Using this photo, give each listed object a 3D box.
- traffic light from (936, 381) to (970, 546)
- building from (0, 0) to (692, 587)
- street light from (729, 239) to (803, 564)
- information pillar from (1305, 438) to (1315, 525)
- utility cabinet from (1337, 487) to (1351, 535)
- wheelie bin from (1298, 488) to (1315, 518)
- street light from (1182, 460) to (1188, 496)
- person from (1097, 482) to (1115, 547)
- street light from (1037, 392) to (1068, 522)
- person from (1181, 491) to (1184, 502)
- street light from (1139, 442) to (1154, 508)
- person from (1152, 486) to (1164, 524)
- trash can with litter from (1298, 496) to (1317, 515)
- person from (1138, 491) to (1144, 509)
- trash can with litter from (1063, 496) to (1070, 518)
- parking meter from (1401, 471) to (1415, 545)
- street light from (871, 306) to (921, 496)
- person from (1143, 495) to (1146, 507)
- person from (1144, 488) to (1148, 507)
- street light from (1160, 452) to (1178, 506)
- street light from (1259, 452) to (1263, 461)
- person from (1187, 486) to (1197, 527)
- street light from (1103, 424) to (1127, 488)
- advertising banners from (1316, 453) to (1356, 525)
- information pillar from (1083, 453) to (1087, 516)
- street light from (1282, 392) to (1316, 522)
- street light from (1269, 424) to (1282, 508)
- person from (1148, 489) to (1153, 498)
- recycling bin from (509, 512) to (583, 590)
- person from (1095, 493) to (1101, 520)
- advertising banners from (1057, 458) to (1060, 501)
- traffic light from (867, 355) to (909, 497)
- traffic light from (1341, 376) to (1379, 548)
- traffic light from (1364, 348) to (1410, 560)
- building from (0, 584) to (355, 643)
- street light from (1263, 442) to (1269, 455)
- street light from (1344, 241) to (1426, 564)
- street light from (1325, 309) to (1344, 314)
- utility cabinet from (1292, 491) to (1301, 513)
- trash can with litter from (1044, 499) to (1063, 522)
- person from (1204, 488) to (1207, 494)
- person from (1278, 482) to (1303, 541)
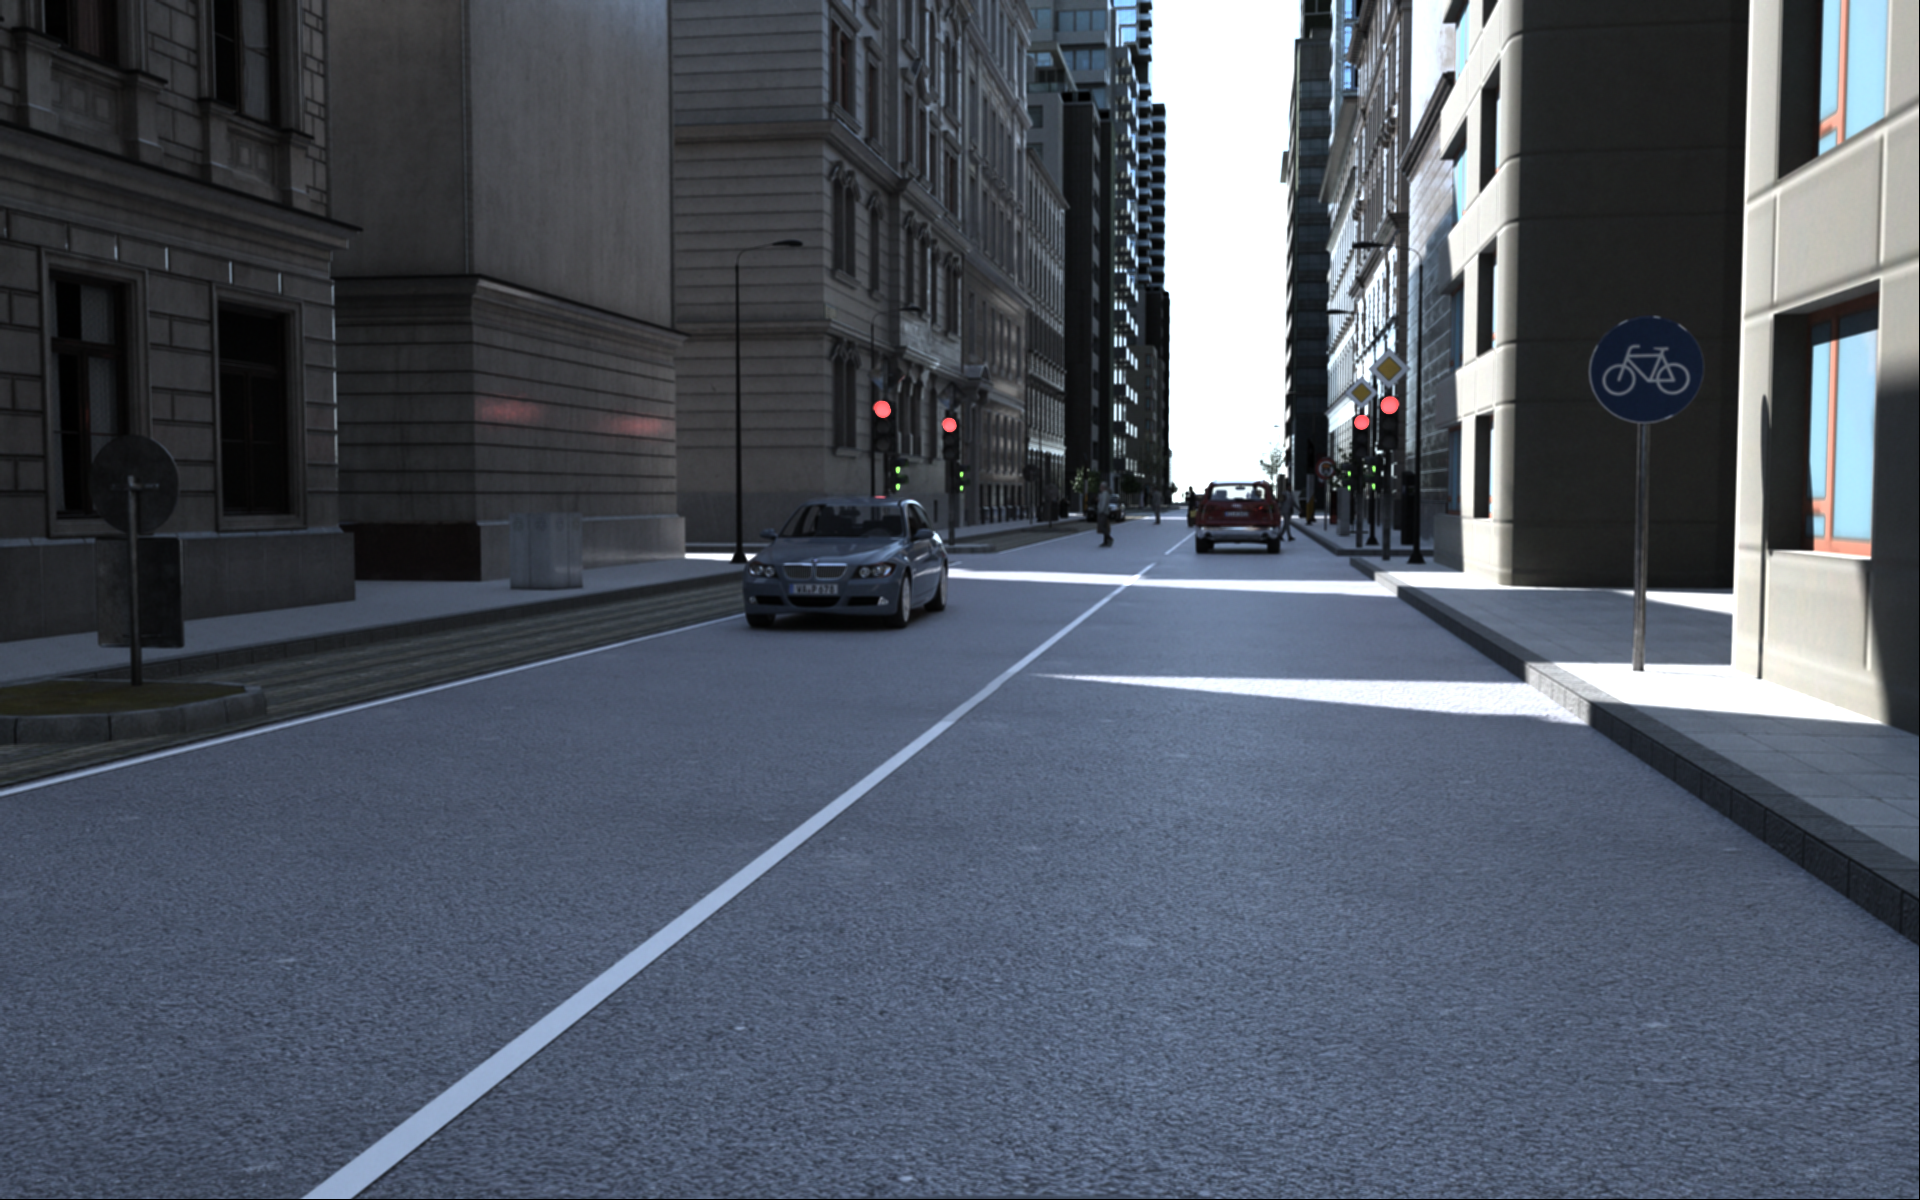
[{"bbox_3d":[-0.191,-3.304,42.942,0.839,4.253,0.868,1,4,9],"label":"traffic light"},{"bbox_3d":[-15.211,-10.171,30.921,19.286,19.102,10.561,1,4,9],"label":"building"},{"bbox_3d":[-3.557,-3.627,31.839,1.470,5.913,1.316,1,4,9],"label":"street light"},{"bbox_3d":[14.577,-4.936,72.059,0.183,3.616,0.504,3,5,40],"label":"information pillar"},{"bbox_3d":[11.819,-2.737,53.427,0.318,1.500,1.173,0,4,7],"label":"utility cabinet"},{"bbox_3d":[18.748,-5.247,93.703,0.693,1.594,0.980,-3,4,-36],"label":"wheelie bin"},{"bbox_3d":[30.151,-16.140,236.436,1.470,5.913,1.316,1,4,9],"label":"street light"},{"bbox_3d":[3.968,-2.334,47.141,0.515,1.767,0.782,1,4,8],"label":"person"},{"bbox_3d":[4.187,-6.502,78.841,1.470,5.913,1.316,1,4,9],"label":"street light"},{"bbox_3d":[34.172,-15.897,266.047,0.705,1.812,1.348,0,4,-1],"label":"person"},{"bbox_3d":[16.684,-11.154,154.910,1.470,5.913,1.316,1,4,9],"label":"street light"},{"bbox_3d":[9.443,-4.551,83.004,0.391,1.810,0.635,3,5,40],"label":"person"},{"bbox_3d":[21.490,-5.856,107.131,1.055,1.170,0.624,0,4,-1],"label":"trash can with litter"},{"bbox_3d":[15.739,-8.810,150.755,0.621,1.740,0.551,-1,4,-14],"label":"person"},{"bbox_3d":[5.268,-4.908,91.636,1.055,1.170,0.624,0,4,2],"label":"trash can with litter"},{"bbox_3d":[11.341,-2.328,43.772,0.255,1.863,0.399,-1,4,-8],"label":"parking meter"},{"bbox_3d":[-1.645,-4.314,43.070,1.470,5.913,1.316,1,4,9],"label":"street light"},{"bbox_3d":[17.642,-9.652,167.090,0.697,1.427,0.421,0,4,-6],"label":"person"},{"bbox_3d":[18.285,-10.093,170.687,0.705,1.869,1.348,1,4,10],"label":"person"},{"bbox_3d":[24.337,-13.975,201.032,1.470,5.913,1.316,1,4,9],"label":"street light"},{"bbox_3d":[35.885,-14.049,202.243,1.470,5.913,1.316,1,4,9],"label":"street light"},{"bbox_3d":[10.220,-4.115,75.995,0.699,1.804,1.509,1,4,19],"label":"person"},{"bbox_3d":[10.842,-8.989,119.510,1.470,5.913,1.316,1,4,9],"label":"street light"},{"bbox_3d":[15.902,-4.719,73.350,0.090,3.025,2.074,-3,5,-41],"label":"advertising banners"},{"bbox_3d":[7.171,-6.589,99.087,0.183,3.616,0.504,-1,4,-13],"label":"information pillar"},{"bbox_3d":[15.604,-6.516,79.081,1.470,5.913,1.316,1,4,9],"label":"street light"},{"bbox_3d":[22.159,-8.945,118.790,1.470,5.913,1.316,1,4,9],"label":"street light"},{"bbox_3d":[20.718,-11.092,187.031,1.348,1.869,0.705,1,4,21],"label":"person"},{"bbox_3d":[-5.624,-0.672,23.545,0.722,1.027,0.722,1,4,23],"label":"recycling bin"},{"bbox_3d":[5.702,-3.720,69.888,0.480,1.755,0.524,1,4,21],"label":"person"},{"bbox_3d":[4.738,-5.371,83.999,0.090,3.025,2.074,0,3,0],"label":"advertising banners"},{"bbox_3d":[-1.486,-2.822,35.062,0.839,4.253,0.868,1,4,9],"label":"traffic light"},{"bbox_3d":[9.542,-3.208,41.364,0.839,4.253,0.868,1,4,9],"label":"traffic light"},{"bbox_3d":[8.248,-2.726,33.484,0.839,4.253,0.868,1,4,9],"label":"traffic light"},{"bbox_3d":[-13.395,-9.020,12.105,10.561,19.102,19.286,1,4,9],"label":"building"},{"bbox_3d":[28.202,-11.181,155.351,1.470,5.913,1.316,1,4,9],"label":"street light"},{"bbox_3d":[7.904,-3.633,31.938,1.470,5.913,1.316,1,4,9],"label":"street light"},{"bbox_3d":[9.870,-4.348,43.626,1.470,5.913,1.316,1,4,9],"label":"street light"},{"bbox_3d":[22.174,-6.388,113.119,1.173,1.500,0.318,2,4,33],"label":"utility cabinet"},{"bbox_3d":[4.248,-4.236,80.648,0.624,1.170,1.055,1,4,15],"label":"trash can with litter"},{"bbox_3d":[13.485,-5.283,95.274,0.834,1.777,0.661,-1,4,-18],"label":"person"},{"bbox_3d":[10.044,-2.714,53.141,0.678,1.792,0.850,-3,4,-37],"label":"person"}]
